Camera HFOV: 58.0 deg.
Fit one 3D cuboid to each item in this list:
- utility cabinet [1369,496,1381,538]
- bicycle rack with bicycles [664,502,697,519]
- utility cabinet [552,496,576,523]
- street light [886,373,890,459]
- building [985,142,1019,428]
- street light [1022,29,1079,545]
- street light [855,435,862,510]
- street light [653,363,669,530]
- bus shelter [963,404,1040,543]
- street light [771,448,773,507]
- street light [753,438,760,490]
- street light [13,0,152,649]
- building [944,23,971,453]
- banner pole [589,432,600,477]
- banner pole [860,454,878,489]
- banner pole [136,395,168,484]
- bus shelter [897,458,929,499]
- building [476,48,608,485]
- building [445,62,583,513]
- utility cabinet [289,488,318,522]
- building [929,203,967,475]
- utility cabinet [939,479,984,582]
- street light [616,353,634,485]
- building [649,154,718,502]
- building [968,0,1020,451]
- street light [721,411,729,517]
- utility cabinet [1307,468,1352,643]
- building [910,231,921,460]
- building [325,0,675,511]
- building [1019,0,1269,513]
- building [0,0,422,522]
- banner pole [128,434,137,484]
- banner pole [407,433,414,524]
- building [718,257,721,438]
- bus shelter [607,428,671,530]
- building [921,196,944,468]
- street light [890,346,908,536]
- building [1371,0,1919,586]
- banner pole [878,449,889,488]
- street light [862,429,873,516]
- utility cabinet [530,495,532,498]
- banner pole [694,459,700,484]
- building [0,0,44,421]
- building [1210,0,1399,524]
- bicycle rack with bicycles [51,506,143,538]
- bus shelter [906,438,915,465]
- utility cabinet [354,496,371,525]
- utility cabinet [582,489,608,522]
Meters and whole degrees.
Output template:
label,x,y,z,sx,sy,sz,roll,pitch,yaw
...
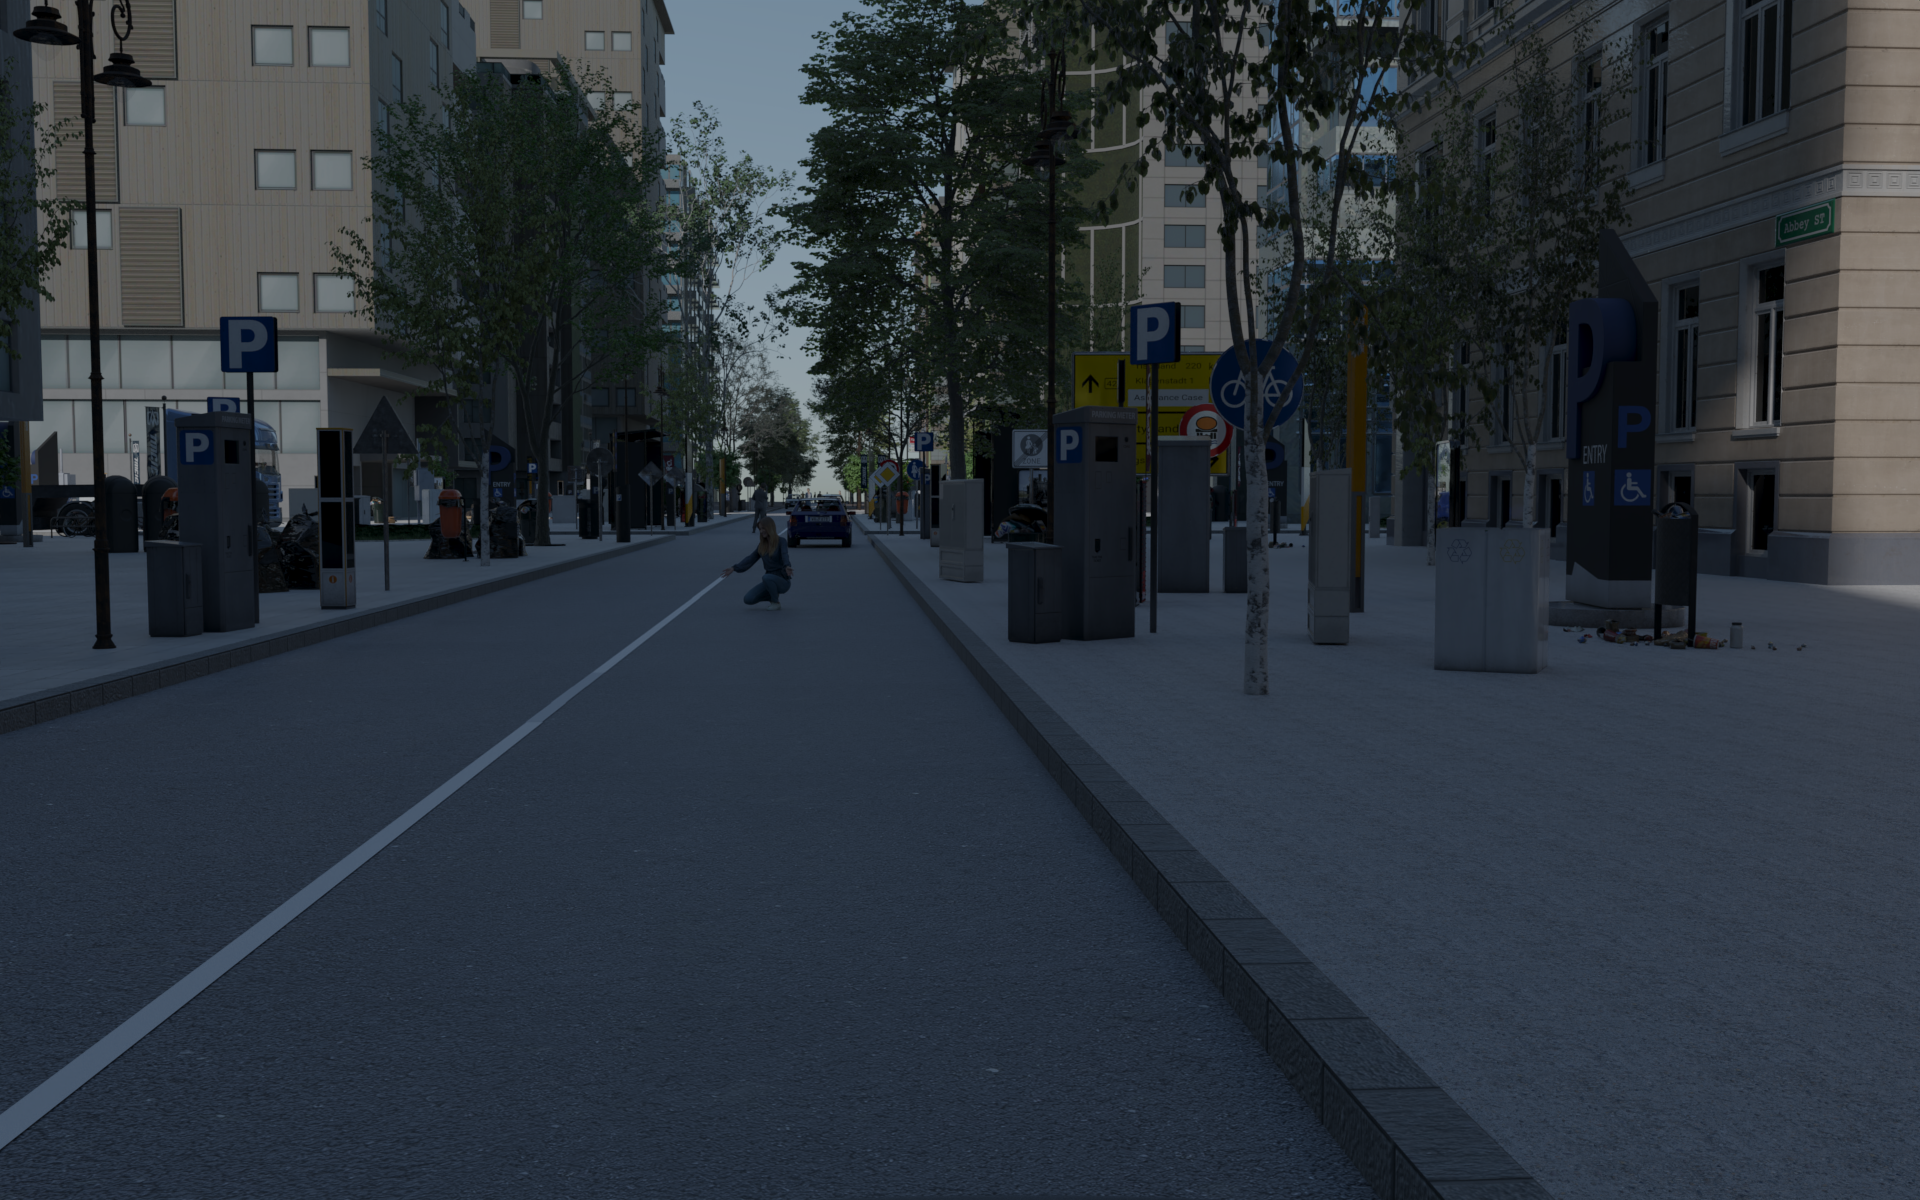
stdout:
label,x,y,z,sx,sy,sz,roll,pitch,yaw
utility cabinet,12.190,-2.436,50.985,0.306,1.237,1.020,1,4,11
bicycle rack with bicycles,-15.251,-4.772,91.406,2.925,0.926,2.852,3,5,41
utility cabinet,-17.306,-3.950,75.746,1.020,1.237,0.306,-1,4,-12
street light,-2.647,-5.643,65.051,0.468,5.910,1.993,0,4,-4
building,8.943,-22.862,145.499,14.160,30.474,14.107,0,4,-4
street light,0.946,-2.757,17.862,0.468,5.910,1.993,0,4,-4
street light,-7.830,-9.946,135.398,0.468,5.910,1.993,0,4,-4
street light,-10.537,-5.411,61.251,0.468,5.910,1.993,0,4,-4
bus shelter,1.093,-3.471,48.036,1.731,3.624,6.357,0,4,-4
street light,-18.781,-12.238,172.874,0.468,5.910,1.993,0,4,-4
street light,-16.149,-10.080,137.603,0.468,5.910,1.993,0,4,-4
street light,-7.114,-2.534,14.220,0.468,5.910,1.993,0,4,-4
building,13.480,-36.624,188.048,28.713,52.752,27.495,0,4,-4
banner pole,-14.711,-4.873,69.697,0.863,3.779,0.401,3,5,42
banner pole,-5.164,-6.471,95.810,0.863,3.779,0.401,-3,4,-36
banner pole,-20.249,-3.289,43.792,0.401,3.779,0.863,1,4,19
bus shelter,-2.941,-6.502,100.232,2.014,3.302,5.546,0,4,-4
building,-44.369,-27.753,145.642,32.217,40.220,23.993,0,4,-4
building,-34.219,-21.263,119.355,14.160,30.474,14.107,0,4,-4
utility cabinet,-24.769,-3.481,65.594,1.173,1.500,0.318,0,4,1
building,2.466,-34.378,245.676,14.154,41.232,14.086,0,4,-4
utility cabinet,0.003,-1.028,25.488,0.318,1.500,1.173,-1,4,-19
street light,-9.667,-4.735,50.204,0.468,5.910,1.993,0,4,-4
building,-47.633,-38.177,243.794,23.786,49.044,30.456,0,4,-4
building,12.214,-33.016,163.516,21.300,48.544,21.600,0,4,-4
street light,-13.074,-7.562,96.429,0.468,5.910,1.993,0,4,-4
utility cabinet,3.222,-0.399,15.198,0.318,1.500,1.173,1,4,9
building,3.236,-38.361,281.833,22.147,44.769,28.867,0,4,-4
building,-43.545,-35.613,171.508,28.713,52.752,27.495,0,4,-4
building,13.406,-42.093,126.469,20.563,71.187,20.611,0,4,-4
building,-40.502,-30.525,88.322,28.713,52.752,27.495,0,4,-4
banner pole,-34.088,-4.985,71.524,0.863,3.779,0.401,2,4,33
banner pole,-22.445,-4.936,70.717,0.401,3.779,0.863,0,4,4
building,-49.664,-40.078,274.885,23.786,49.044,30.456,0,4,-4
bus shelter,-11.957,-4.505,64.935,1.731,3.624,6.357,0,4,-4
building,1.398,-37.289,259.791,14.600,45.320,14.200,0,4,-4
street light,-1.793,-4.907,53.025,0.468,5.910,1.993,0,4,-4
building,17.657,-15.146,33.545,13.634,28.700,20.117,0,4,-4
banner pole,-4.187,-6.493,96.172,0.863,3.779,0.401,-1,4,-9
street light,-5.249,-7.794,100.224,0.468,5.910,1.993,0,4,-4
utility cabinet,-25.434,-5.703,104.399,1.020,1.237,0.306,2,4,24
banner pole,-17.367,-7.633,114.812,0.863,3.779,0.401,0,4,6
building,-26.728,-21.334,32.408,14.086,41.232,14.154,0,4,-4
building,28.320,-47.176,84.005,31.000,86.520,22.319,0,4,-4
bicycle rack with bicycles,-25.545,-2.316,51.251,2.925,0.926,2.852,1,4,11
bus shelter,-3.683,-8.496,116.547,2.179,5.291,8.768,0,4,-4
utility cabinet,-24.250,-3.588,69.828,0.306,1.237,1.020,2,4,29
utility cabinet,-16.780,-4.349,79.785,1.173,1.500,0.318,0,3,0
